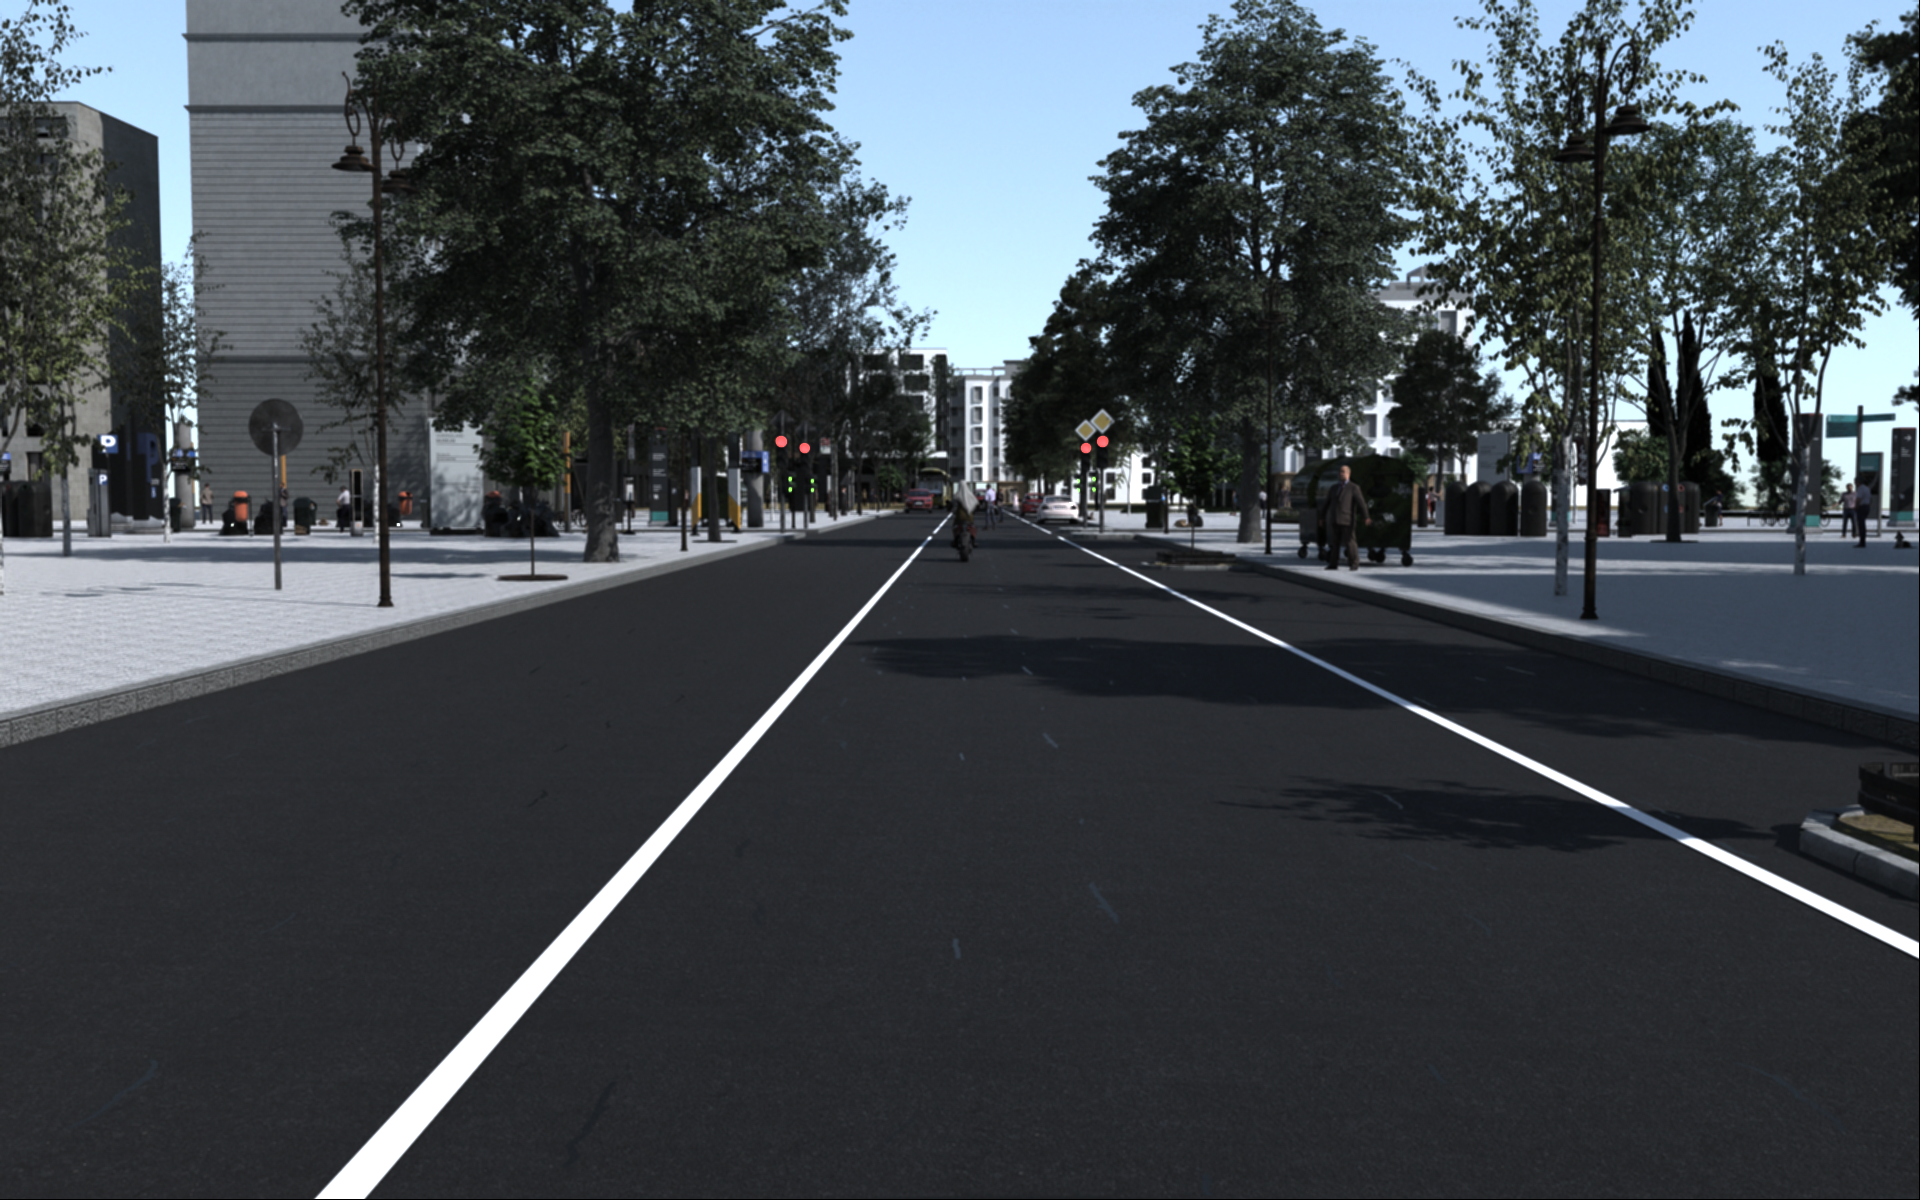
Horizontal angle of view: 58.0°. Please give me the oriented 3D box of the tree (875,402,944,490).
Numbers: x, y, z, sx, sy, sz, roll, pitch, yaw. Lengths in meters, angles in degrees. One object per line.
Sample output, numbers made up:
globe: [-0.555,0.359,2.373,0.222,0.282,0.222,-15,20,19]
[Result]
tree: [-5.855,-16.511,195.705,9.928,11.665,9.643,0,3,0]

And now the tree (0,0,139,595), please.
tree: [-12.189,-4.349,21.474,4.360,8.622,3.978,0,3,0]

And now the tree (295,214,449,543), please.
tree: [-15.246,-5.787,44.981,4.360,8.622,3.978,0,3,0]

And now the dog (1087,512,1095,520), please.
dog: [6.445,-4.122,85.134,0.550,0.427,0.748,0,4,4]

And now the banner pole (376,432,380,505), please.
banner pole: [-23.482,-4.906,70.236,0.401,3.779,0.863,0,4,1]

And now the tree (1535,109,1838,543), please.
tree: [19.056,-7.349,45.908,9.928,11.665,9.643,0,3,0]

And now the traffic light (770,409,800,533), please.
traffic light: [-5.763,-4.107,56.392,0.839,4.213,0.868,0,4,0]

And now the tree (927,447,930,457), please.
tree: [-6.693,-12.463,138.178,7.601,10.594,8.767,3,5,42]

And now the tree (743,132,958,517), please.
tree: [-7.560,-14.529,93.431,12.611,20.169,13.585,0,3,0]

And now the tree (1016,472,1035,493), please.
tree: [7.727,-14.497,187.390,4.737,8.622,4.395,0,3,0]

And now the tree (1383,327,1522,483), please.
tree: [27.991,-9.904,96.340,8.767,10.594,7.601,-3,4,-36]

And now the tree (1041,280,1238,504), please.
tree: [7.977,-8.336,70.703,8.767,10.594,7.601,0,4,-4]

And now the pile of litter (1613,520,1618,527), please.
pile of litter: [26.289,-3.316,68.184,1.719,0.858,1.176,-2,4,-30]

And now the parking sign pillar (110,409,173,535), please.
parking sign pillar: [-25.974,-4.087,55.297,1.447,3.967,1.447,0,4,-5]

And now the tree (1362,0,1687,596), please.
tree: [7.385,-4.367,21.761,4.737,8.622,4.395,0,3,0]

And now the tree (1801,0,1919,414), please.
tree: [20.243,-7.624,32.077,7.806,13.903,7.818,0,3,0]

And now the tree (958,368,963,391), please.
tree: [-6.753,-21.917,214.229,12.611,20.169,13.585,0,3,0]

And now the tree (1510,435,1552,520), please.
tree: [29.070,-6.348,87.508,4.285,4.588,4.351,0,3,0]

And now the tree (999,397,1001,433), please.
tree: [7.805,-15.173,154.727,9.857,13.997,8.962,0,3,0]

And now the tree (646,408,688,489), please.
tree: [-19.398,-9.909,112.367,4.360,8.622,3.978,0,3,0]

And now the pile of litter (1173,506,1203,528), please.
pile of litter: [8.710,-3.221,66.625,1.719,0.858,1.176,-3,5,-44]

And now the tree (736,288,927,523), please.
tree: [-6.502,-8.728,77.113,8.767,10.594,7.601,0,4,8]

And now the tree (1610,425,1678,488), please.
tree: [32.440,-6.022,82.172,4.285,4.588,4.351,0,3,0]

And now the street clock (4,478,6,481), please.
street clock: [-38.827,-4.005,70.050,0.358,2.002,0.471,2,4,32]

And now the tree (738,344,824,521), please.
tree: [-8.817,-8.129,83.278,4.360,8.622,3.978,0,3,0]

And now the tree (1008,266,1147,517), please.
tree: [7.178,-11.593,96.963,7.806,13.903,7.818,0,3,0]

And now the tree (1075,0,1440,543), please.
tree: [7.686,-8.472,45.174,9.857,13.997,8.962,0,3,0]

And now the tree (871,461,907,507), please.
tree: [-6.915,-11.275,168.064,4.285,4.588,4.351,0,3,0]

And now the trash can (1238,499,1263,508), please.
trash can: [8.715,-2.467,51.984,0.748,1.137,0.748,0,3,0]

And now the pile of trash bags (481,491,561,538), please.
pile of trash bags: [-13.436,-2.577,51.880,1.912,1.369,3.447,-3,4,-38]

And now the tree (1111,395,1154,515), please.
tree: [10.108,-9.499,105.676,4.737,8.622,4.395,0,3,0]

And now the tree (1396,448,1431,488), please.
tree: [30.537,-8.223,118.156,4.285,4.588,4.351,0,3,0]

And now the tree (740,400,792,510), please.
tree: [-14.639,-11.320,135.451,4.737,8.622,4.395,0,3,0]

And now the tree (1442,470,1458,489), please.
tree: [38.689,-8.647,135.981,1.663,3.219,1.824,0,3,0]

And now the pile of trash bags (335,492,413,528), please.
pile of trash bags: [-22.327,-3.488,66.780,1.912,1.369,3.447,1,4,20]

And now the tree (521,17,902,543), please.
tree: [-6.658,-8.266,45.526,12.009,13.543,11.850,0,3,0]

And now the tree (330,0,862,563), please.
tree: [-6.647,-7.680,32.227,9.857,13.997,8.962,0,3,0]

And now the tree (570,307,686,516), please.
tree: [-19.566,-11.826,100.775,7.806,13.903,7.818,0,3,0]

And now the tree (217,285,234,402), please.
tree: [-20.971,-5.805,45.268,4.360,8.622,3.978,0,3,0]

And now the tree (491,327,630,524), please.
tree: [-17.009,-7.514,73.219,4.737,8.622,4.395,0,3,0]

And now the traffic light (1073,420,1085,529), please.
traffic light: [4.640,-4.593,64.340,0.839,4.213,0.868,0,4,0]

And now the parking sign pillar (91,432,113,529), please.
parking sign pillar: [-31.649,-4.658,64.635,1.447,3.967,1.447,0,4,3]

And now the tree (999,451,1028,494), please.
tree: [8.054,-16.481,203.878,7.601,10.594,8.767,0,4,5]

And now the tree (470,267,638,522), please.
tree: [-18.779,-9.449,80.252,9.928,11.665,9.643,0,3,0]

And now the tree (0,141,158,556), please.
tree: [-18.638,-5.200,35.385,4.737,8.622,4.395,0,3,0]

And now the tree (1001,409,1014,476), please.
tree: [7.716,-15.757,175.754,7.486,12.596,7.792,0,3,0]

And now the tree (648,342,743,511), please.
tree: [-18.199,-12.054,119.134,6.751,12.117,7.091,0,3,0]

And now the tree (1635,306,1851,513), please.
tree: [55.918,-13.819,127.755,13.155,14.587,18.604,-1,4,-12]

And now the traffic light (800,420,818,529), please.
traffic light: [-5.721,-4.595,64.377,0.839,4.213,0.868,0,4,0]

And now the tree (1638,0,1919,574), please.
tree: [13.429,-4.729,27.678,4.737,8.622,4.395,0,3,0]

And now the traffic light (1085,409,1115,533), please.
traffic light: [4.598,-4.105,56.355,0.839,4.213,0.868,0,4,0]

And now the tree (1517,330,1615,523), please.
tree: [26.788,-7.674,75.836,4.360,8.622,3.978,0,3,0]

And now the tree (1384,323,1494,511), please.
tree: [35.252,-13.428,126.978,7.806,13.903,7.818,0,3,0]

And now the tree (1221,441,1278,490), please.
tree: [16.676,-7.130,100.292,4.285,4.588,4.351,0,3,0]

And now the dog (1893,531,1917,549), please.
dog: [22.378,-1.421,40.962,0.748,0.427,0.550,0,4,5]

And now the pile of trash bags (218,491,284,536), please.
pile of trash bags: [-22.077,-2.692,53.765,1.912,1.369,3.447,-1,4,-15]

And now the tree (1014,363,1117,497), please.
tree: [8.322,-12.890,128.882,7.486,12.596,7.792,0,3,0]

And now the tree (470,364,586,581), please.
tree: [-6.329,-1.921,26.011,1.663,3.219,1.824,0,3,0]

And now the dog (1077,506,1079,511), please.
dog: [8.530,-6.755,128.181,0.748,0.427,0.550,1,4,20]
